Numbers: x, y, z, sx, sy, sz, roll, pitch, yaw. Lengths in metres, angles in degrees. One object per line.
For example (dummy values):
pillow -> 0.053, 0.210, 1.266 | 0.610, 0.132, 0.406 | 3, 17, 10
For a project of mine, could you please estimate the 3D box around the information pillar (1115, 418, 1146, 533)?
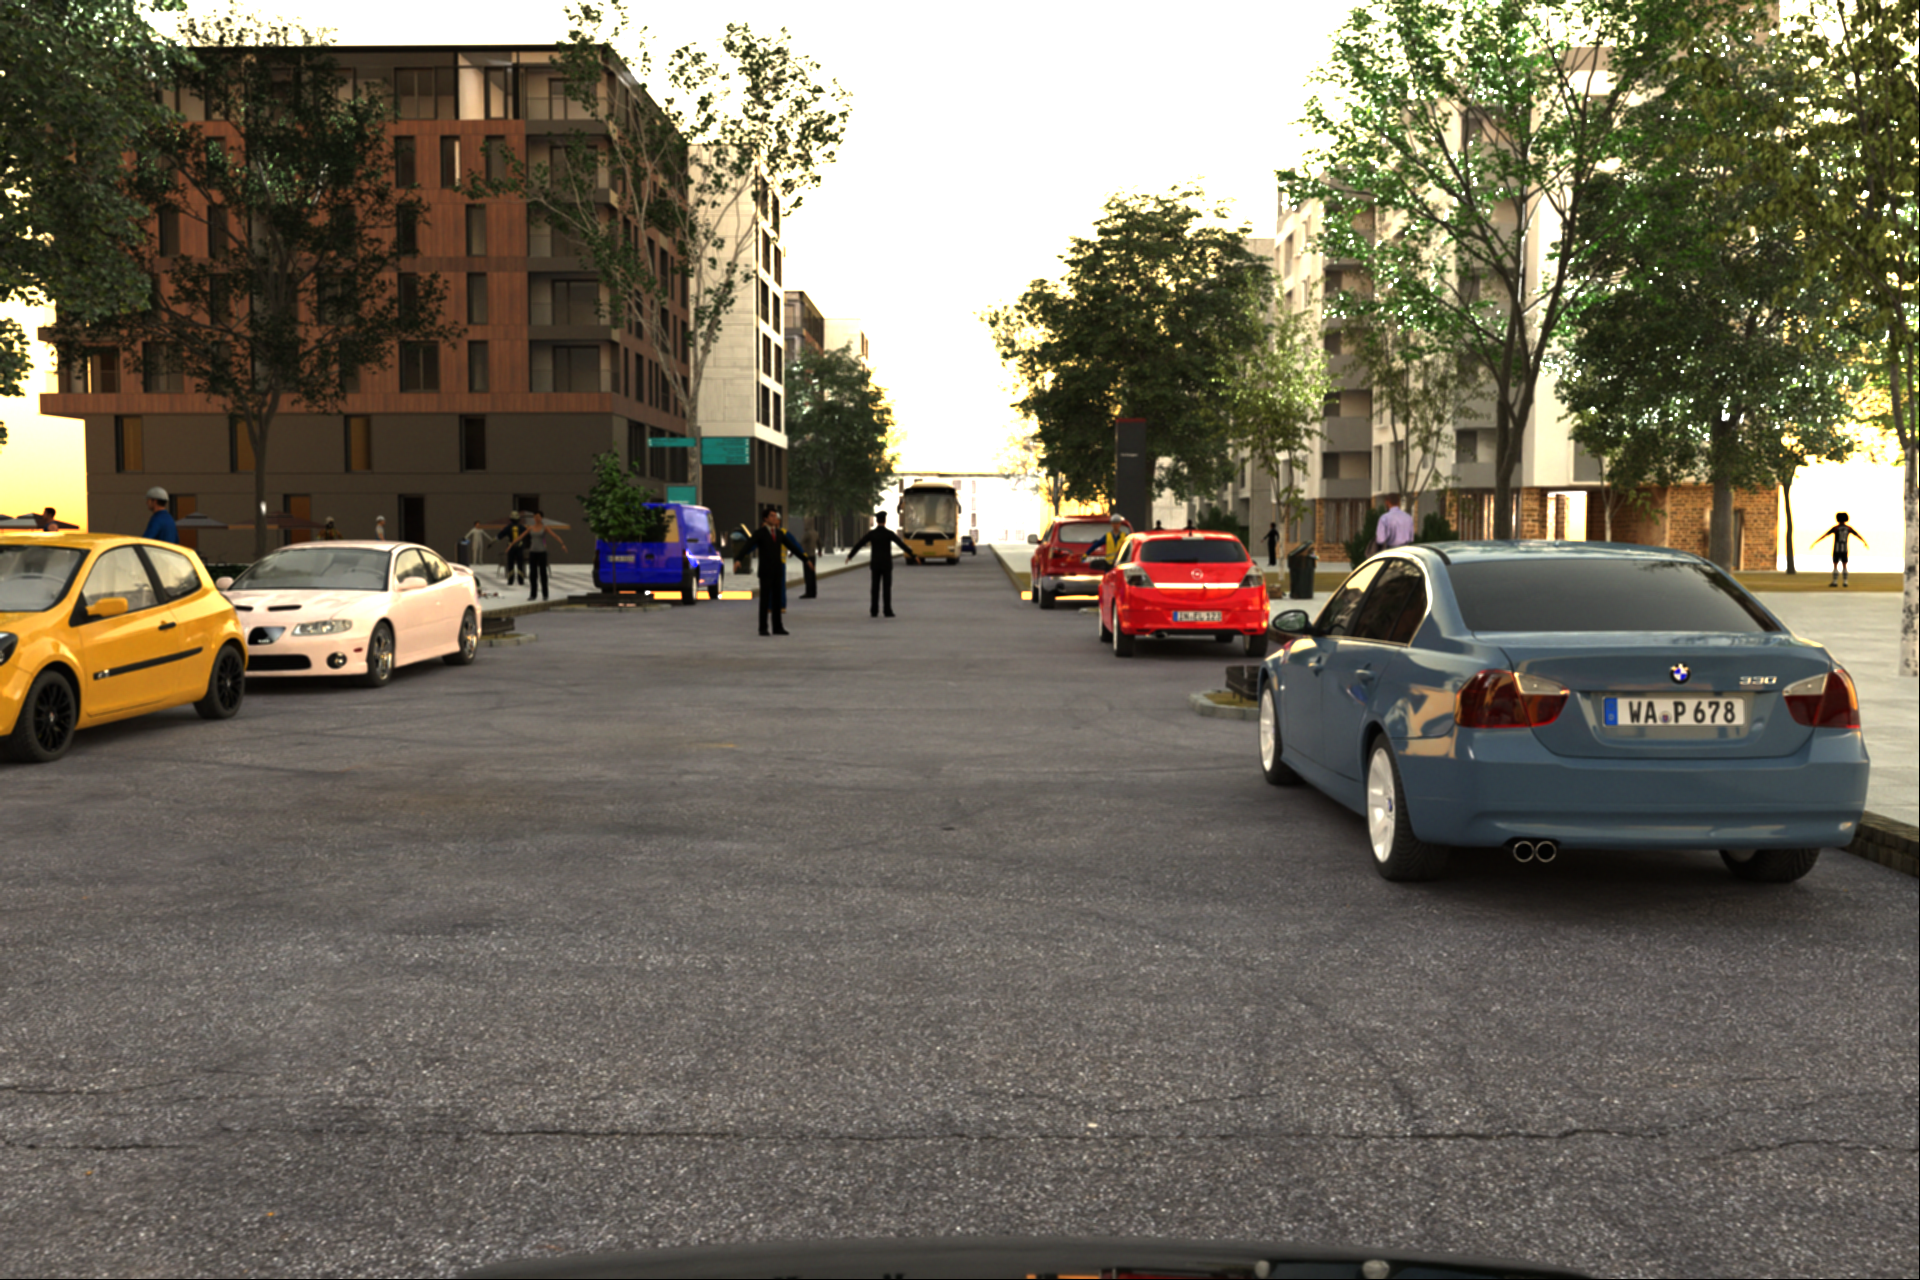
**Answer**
information pillar -> 3.838, -3.039, 39.060 | 0.750, 3.857, 0.750 | 0, 4, 0

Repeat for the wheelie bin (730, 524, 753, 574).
wheelie bin -> -6.959, -2.900, 55.326 | 0.693, 1.594, 0.980 | 0, 4, 1

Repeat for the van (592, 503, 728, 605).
van -> -6.258, -1.974, 36.662 | 2.240, 2.365, 5.245 | 0, 4, 1

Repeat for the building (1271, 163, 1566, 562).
building -> 21.700, -14.317, 90.508 | 16.016, 20.090, 11.380 | 0, 4, 1

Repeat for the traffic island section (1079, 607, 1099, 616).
traffic island section -> 3.146, -0.498, 31.008 | 1.991, 0.108, 1.994 | 0, 4, 1

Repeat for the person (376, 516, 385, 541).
person -> -18.239, -2.984, 54.638 | 0.705, 1.847, 1.347 | -2, 4, -23

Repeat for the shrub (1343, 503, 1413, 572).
shrub -> 10.091, -2.278, 41.661 | 1.690, 2.028, 1.600 | 0, 3, 0

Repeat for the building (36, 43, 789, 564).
building -> -24.755, -14.991, 89.079 | 27.936, 21.610, 32.646 | 0, 4, 1

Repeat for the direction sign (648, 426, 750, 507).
direction sign -> -6.433, -3.342, 43.410 | 2.525, 3.948, 1.411 | 0, 4, 2

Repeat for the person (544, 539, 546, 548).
person -> -15.944, -3.496, 66.418 | 0.599, 1.433, 0.991 | -1, 4, -15

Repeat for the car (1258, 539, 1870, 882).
car -> 2.610, 0.219, 8.428 | 2.014, 1.417, 4.499 | 0, 4, 0

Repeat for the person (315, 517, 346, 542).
person -> -21.056, -3.191, 57.945 | 0.705, 1.858, 1.354 | 2, 4, 33

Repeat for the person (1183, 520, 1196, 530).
person -> 8.235, -3.415, 62.062 | 1.346, 1.802, 0.704 | 1, 4, 14

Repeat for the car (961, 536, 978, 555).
car -> 0.254, -6.527, 119.298 | 1.945, 1.354, 3.894 | 0, 4, 1

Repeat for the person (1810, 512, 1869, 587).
person -> 21.417, -2.201, 42.136 | 1.345, 1.843, 0.704 | 1, 4, 8

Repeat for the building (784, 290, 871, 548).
building -> -23.362, -19.440, 161.826 | 27.936, 21.610, 32.646 | 0, 4, 1

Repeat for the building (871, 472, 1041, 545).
building -> -3.145, -17.700, 233.993 | 28.070, 9.664, 9.099 | 0, 4, -4

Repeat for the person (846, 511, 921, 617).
person -> -1.354, -1.321, 29.990 | 1.347, 1.837, 0.705 | 1, 4, 12

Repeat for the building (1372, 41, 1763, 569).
building -> 22.878, -13.247, 73.002 | 16.016, 20.090, 11.380 | 0, 4, 1

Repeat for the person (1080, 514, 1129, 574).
person -> 2.637, -1.249, 29.335 | 1.216, 1.772, 0.721 | 0, 4, 7

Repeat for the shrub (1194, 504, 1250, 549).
shrub -> 6.113, -2.249, 41.192 | 1.690, 2.028, 1.600 | 0, 3, 0

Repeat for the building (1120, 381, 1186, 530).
building -> 26.050, -19.015, 177.356 | 16.747, 18.905, 31.486 | 0, 4, 1

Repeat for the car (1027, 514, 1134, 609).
car -> 2.516, -1.591, 34.689 | 2.281, 1.827, 5.304 | 0, 4, 0

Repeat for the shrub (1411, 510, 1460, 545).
shrub -> 14.623, -2.998, 53.438 | 1.690, 2.028, 1.600 | 0, 3, 0

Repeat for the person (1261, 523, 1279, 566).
person -> 12.572, -3.876, 70.086 | 1.216, 1.740, 0.721 | -3, 5, -45

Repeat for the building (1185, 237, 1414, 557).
building -> 24.792, -15.009, 111.857 | 16.747, 18.905, 31.486 | 0, 4, 1

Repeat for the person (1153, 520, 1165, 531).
person -> 7.645, -3.712, 66.836 | 1.346, 1.812, 0.704 | -1, 4, -10

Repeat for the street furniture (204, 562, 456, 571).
street furniture -> -18.672, -1.856, 45.965 | 10.072, 0.657, 5.734 | 0, 4, 2

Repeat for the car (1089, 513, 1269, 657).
car -> 2.717, -0.773, 21.673 | 2.155, 1.783, 4.494 | 0, 4, 1

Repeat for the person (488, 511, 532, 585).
person -> -11.221, -2.320, 43.709 | 1.354, 1.856, 0.705 | -1, 4, -15

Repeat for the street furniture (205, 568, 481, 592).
street furniture -> -16.079, -1.407, 38.639 | 10.072, 0.657, 5.734 | 0, 4, -5

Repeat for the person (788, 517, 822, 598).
person -> -3.387, -1.839, 38.649 | 0.705, 1.813, 1.348 | 2, 4, 25

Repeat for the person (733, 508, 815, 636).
person -> -2.673, -0.975, 24.578 | 1.347, 1.806, 0.705 | -3, 5, -39

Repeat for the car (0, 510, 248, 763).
car -> -6.523, -0.113, 12.069 | 2.015, 1.641, 3.980 | 0, 4, 1

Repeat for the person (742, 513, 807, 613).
person -> -3.361, -1.411, 31.489 | 1.349, 1.833, 0.705 | 1, 4, 14

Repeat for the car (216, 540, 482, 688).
car -> -6.294, -0.323, 17.645 | 2.083, 1.381, 4.827 | 0, 4, 0

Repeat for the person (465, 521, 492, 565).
person -> -19.707, -3.952, 70.808 | 1.347, 1.806, 0.705 | -3, 5, -39
